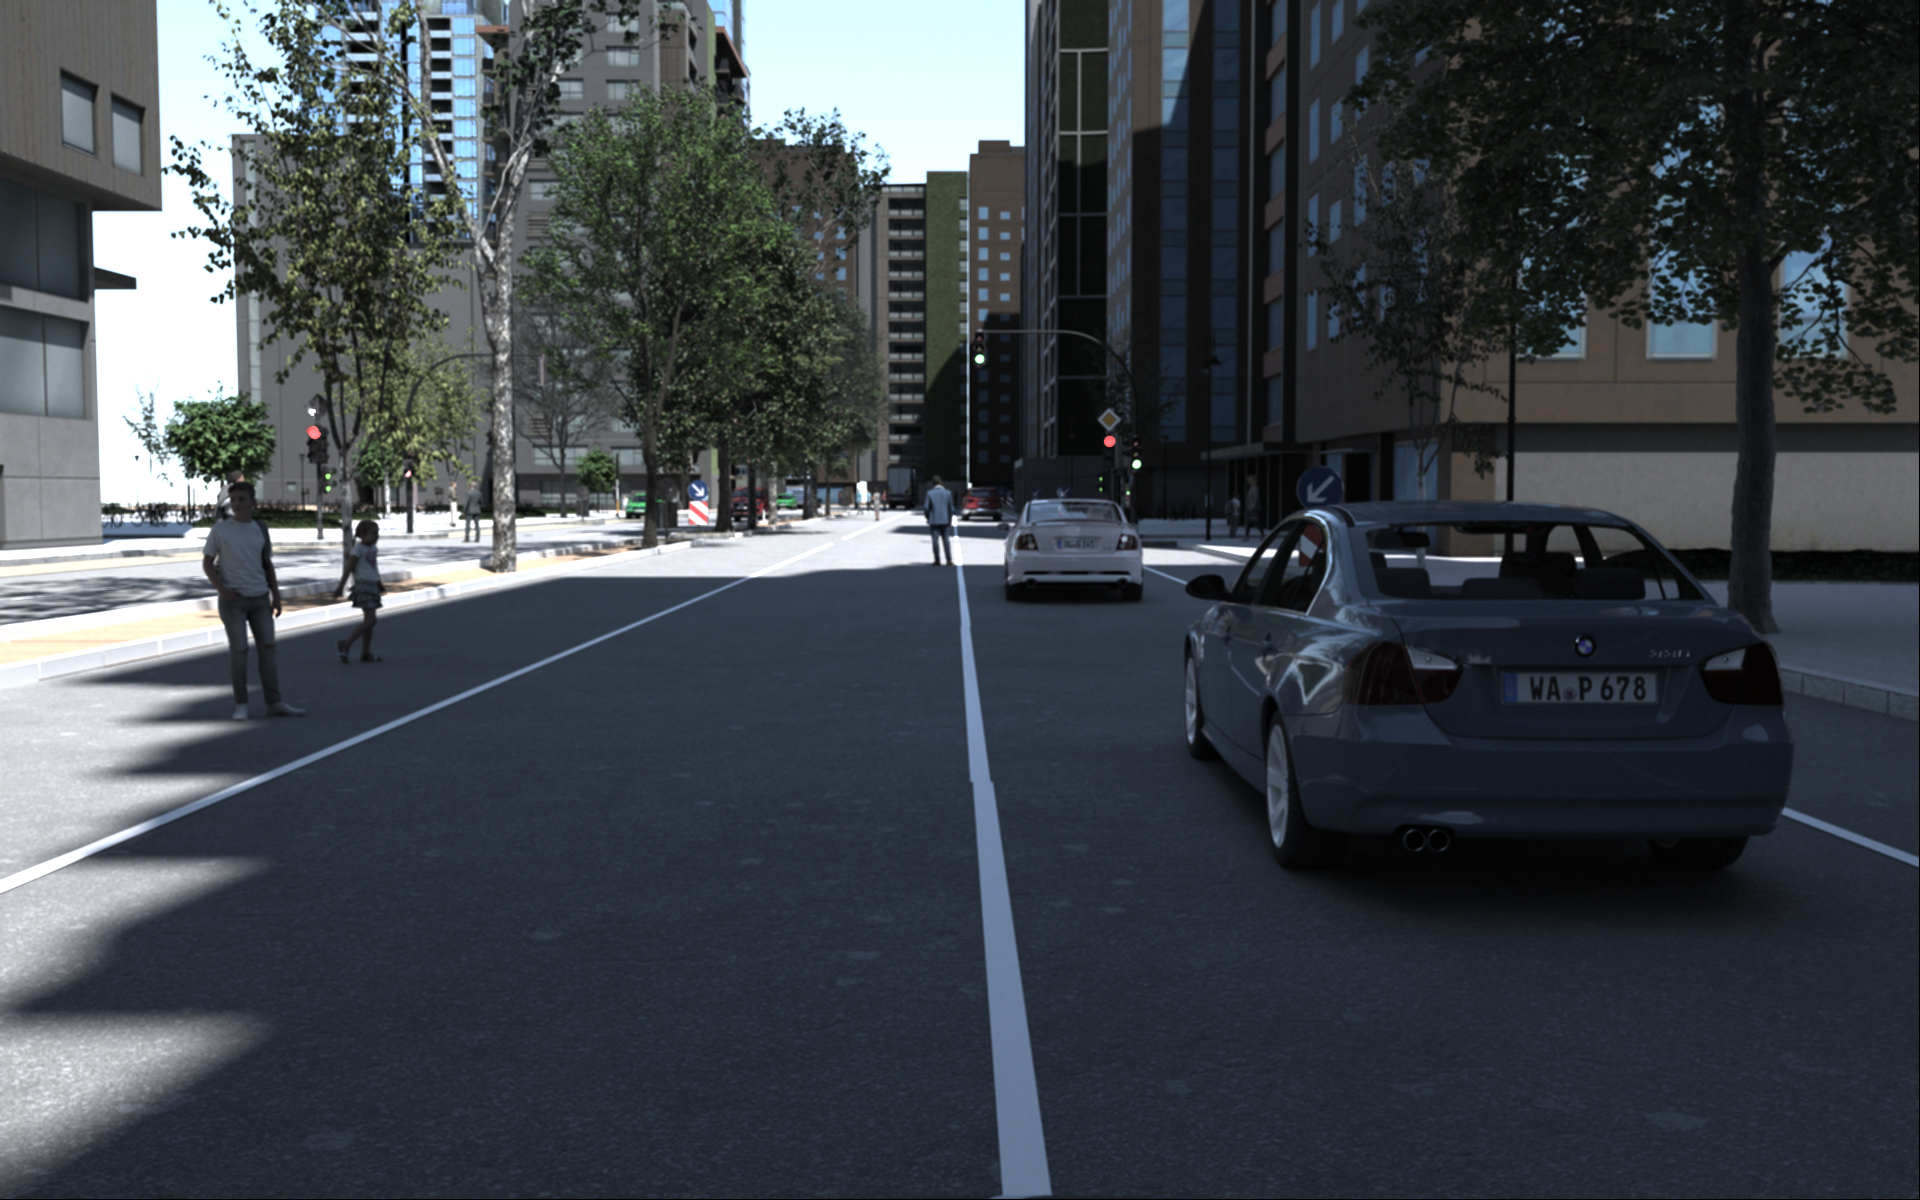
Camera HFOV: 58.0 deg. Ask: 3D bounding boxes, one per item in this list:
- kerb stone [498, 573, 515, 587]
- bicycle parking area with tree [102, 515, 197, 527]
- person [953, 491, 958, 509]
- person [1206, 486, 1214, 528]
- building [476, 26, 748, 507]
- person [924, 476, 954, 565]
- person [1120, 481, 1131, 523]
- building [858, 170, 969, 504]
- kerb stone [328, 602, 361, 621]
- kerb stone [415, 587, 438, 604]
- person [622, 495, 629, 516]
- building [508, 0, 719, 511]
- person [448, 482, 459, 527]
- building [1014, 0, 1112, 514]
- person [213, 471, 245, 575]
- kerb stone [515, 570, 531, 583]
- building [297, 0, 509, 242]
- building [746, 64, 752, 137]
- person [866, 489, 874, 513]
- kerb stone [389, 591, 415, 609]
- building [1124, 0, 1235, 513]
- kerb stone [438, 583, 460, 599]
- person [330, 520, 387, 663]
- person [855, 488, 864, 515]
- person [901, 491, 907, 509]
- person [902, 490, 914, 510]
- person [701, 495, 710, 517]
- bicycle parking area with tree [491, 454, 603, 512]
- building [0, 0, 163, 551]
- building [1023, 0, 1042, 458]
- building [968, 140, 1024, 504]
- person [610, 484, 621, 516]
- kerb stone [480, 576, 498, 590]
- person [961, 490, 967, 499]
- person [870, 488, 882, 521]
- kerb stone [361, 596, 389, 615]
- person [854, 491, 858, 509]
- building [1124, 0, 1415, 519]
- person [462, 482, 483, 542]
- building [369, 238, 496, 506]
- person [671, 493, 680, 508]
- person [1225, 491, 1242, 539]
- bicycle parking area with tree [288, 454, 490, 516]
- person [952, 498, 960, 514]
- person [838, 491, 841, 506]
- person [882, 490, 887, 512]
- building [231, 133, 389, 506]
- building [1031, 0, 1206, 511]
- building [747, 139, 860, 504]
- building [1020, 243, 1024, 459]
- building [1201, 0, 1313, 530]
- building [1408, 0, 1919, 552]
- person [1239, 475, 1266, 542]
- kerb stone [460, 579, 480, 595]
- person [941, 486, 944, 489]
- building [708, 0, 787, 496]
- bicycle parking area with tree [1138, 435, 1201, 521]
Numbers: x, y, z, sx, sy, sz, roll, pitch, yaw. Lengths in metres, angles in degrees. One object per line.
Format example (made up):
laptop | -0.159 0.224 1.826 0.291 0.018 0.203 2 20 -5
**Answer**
kerb stone | -7.184 -0.299 27.089 0.120 0.150 1.000 0 4 0
bicycle parking area with tree | -33.923 -5.141 71.050 9.016 4.147 8.231 3 5 40
person | -0.479 -9.915 171.125 0.721 1.766 1.217 1 4 13
person | 9.392 -3.502 65.109 0.330 1.601 0.589 1 4 23
building | -31.609 -30.950 160.653 22.147 44.769 28.867 0 4 0
person | -0.403 -1.601 34.860 0.721 1.800 0.419 -2 4 -23
person | 6.838 -3.937 70.601 0.473 1.802 0.592 -3 5 -40
building | -5.902 -32.894 221.410 14.086 41.232 14.154 0 4 0
kerb stone | -7.159 0.139 19.934 0.120 0.150 1.000 0 4 0
kerb stone | -7.173 -0.049 23.000 0.120 0.150 1.000 0 4 0
person | -19.839 -5.612 102.812 0.505 1.210 0.382 0 4 -3
building | -27.376 -27.851 138.966 14.154 41.232 14.086 0 4 0
person | -19.646 -3.713 67.308 0.362 1.759 0.519 -2 4 -34
building | 14.408 -41.686 119.818 20.563 71.187 20.611 0 4 0
person | -12.375 -1.275 29.450 0.850 1.850 0.679 1 4 16
kerb stone | -7.194 -0.362 28.121 0.120 0.150 1.000 0 4 0
building | -71.440 -55.726 223.790 31.000 86.520 22.319 0 4 0
building | -41.367 -41.761 224.798 28.212 58.520 21.231 0 4 0
person | -6.858 -7.501 131.167 0.620 1.820 0.660 -2 4 -34
kerb stone | -7.168 0.016 21.978 0.120 0.150 1.000 0 4 0
building | 13.884 -30.133 142.783 14.600 45.320 14.200 0 4 0
kerb stone | -7.180 -0.112 24.024 0.120 0.150 1.000 0 4 0
person | -5.108 -0.079 14.807 0.382 1.210 0.505 0 4 7
person | -6.839 -6.724 118.306 0.748 1.841 0.638 -2 4 -33
person | -5.272 -9.663 167.209 0.721 1.743 1.217 -3 5 -42
person | -4.825 -9.194 158.829 1.348 1.824 0.705 3 5 39
person | -16.180 -6.186 109.907 0.793 1.790 0.793 1 4 13
bicycle parking area with tree | -29.559 -8.183 120.802 8.231 4.147 9.016 -3 5 -41
building | -33.702 -27.003 30.735 27.495 52.752 28.713 0 4 0
building | 17.089 -38.930 178.500 21.231 58.520 28.212 0 4 0
building | 8.237 -34.979 222.023 14.200 45.320 14.600 0 4 0
person | -20.561 -5.993 103.384 0.474 1.900 0.648 1 4 14
kerb stone | -7.189 -0.237 26.067 0.120 0.150 1.000 0 4 0
person | 0.575 -8.608 149.247 1.348 1.822 0.705 3 4 36
person | -4.509 -5.165 93.304 0.532 1.782 0.716 3 5 40
kerb stone | -7.159 0.076 20.956 0.120 0.150 1.000 0 4 0
person | -10.149 -9.675 167.490 0.445 1.727 0.742 -1 4 -21
building | 15.655 -27.226 95.255 14.600 45.320 14.200 0 4 0
person | -14.562 -2.626 51.603 0.590 1.801 0.661 3 5 40
building | -58.792 -26.187 199.854 14.107 30.474 14.160 0 4 0
person | -17.019 -5.798 103.415 0.709 1.813 0.853 1 4 17
person | 8.315 -2.543 52.670 0.503 1.515 0.523 1 4 17
bicycle parking area with tree | -34.890 -7.277 105.989 9.016 4.147 8.231 1 4 9
person | -0.581 -6.262 116.390 1.012 1.151 0.738 3 5 40
person | -14.050 -11.831 201.881 0.705 1.831 1.348 0 4 -4
person | -6.264 -8.113 141.866 0.721 1.743 1.217 1 4 22
building | -73.678 -31.539 199.259 14.086 41.232 14.154 0 4 0
building | 13.598 -31.003 157.005 14.600 45.320 14.200 0 4 0
building | -20.143 -34.942 221.419 14.200 45.320 14.600 0 4 0
building | 13.869 -26.224 200.462 14.160 30.474 14.107 0 4 0
building | 24.415 -25.211 66.832 28.867 44.769 22.147 0 4 0
building | 16.395 -23.863 40.271 14.600 45.320 14.200 0 4 0
person | 7.916 -2.469 46.590 0.728 1.800 0.709 -1 4 -8
kerb stone | -7.174 -0.174 25.046 0.120 0.150 1.000 0 4 0
person | -0.967 -4.536 82.839 0.537 1.800 0.526 -3 5 -42
building | -36.218 -53.893 193.819 31.000 86.520 22.319 0 4 0
bicycle parking area with tree | 12.580 -5.939 84.111 8.231 4.147 9.016 2 4 31
